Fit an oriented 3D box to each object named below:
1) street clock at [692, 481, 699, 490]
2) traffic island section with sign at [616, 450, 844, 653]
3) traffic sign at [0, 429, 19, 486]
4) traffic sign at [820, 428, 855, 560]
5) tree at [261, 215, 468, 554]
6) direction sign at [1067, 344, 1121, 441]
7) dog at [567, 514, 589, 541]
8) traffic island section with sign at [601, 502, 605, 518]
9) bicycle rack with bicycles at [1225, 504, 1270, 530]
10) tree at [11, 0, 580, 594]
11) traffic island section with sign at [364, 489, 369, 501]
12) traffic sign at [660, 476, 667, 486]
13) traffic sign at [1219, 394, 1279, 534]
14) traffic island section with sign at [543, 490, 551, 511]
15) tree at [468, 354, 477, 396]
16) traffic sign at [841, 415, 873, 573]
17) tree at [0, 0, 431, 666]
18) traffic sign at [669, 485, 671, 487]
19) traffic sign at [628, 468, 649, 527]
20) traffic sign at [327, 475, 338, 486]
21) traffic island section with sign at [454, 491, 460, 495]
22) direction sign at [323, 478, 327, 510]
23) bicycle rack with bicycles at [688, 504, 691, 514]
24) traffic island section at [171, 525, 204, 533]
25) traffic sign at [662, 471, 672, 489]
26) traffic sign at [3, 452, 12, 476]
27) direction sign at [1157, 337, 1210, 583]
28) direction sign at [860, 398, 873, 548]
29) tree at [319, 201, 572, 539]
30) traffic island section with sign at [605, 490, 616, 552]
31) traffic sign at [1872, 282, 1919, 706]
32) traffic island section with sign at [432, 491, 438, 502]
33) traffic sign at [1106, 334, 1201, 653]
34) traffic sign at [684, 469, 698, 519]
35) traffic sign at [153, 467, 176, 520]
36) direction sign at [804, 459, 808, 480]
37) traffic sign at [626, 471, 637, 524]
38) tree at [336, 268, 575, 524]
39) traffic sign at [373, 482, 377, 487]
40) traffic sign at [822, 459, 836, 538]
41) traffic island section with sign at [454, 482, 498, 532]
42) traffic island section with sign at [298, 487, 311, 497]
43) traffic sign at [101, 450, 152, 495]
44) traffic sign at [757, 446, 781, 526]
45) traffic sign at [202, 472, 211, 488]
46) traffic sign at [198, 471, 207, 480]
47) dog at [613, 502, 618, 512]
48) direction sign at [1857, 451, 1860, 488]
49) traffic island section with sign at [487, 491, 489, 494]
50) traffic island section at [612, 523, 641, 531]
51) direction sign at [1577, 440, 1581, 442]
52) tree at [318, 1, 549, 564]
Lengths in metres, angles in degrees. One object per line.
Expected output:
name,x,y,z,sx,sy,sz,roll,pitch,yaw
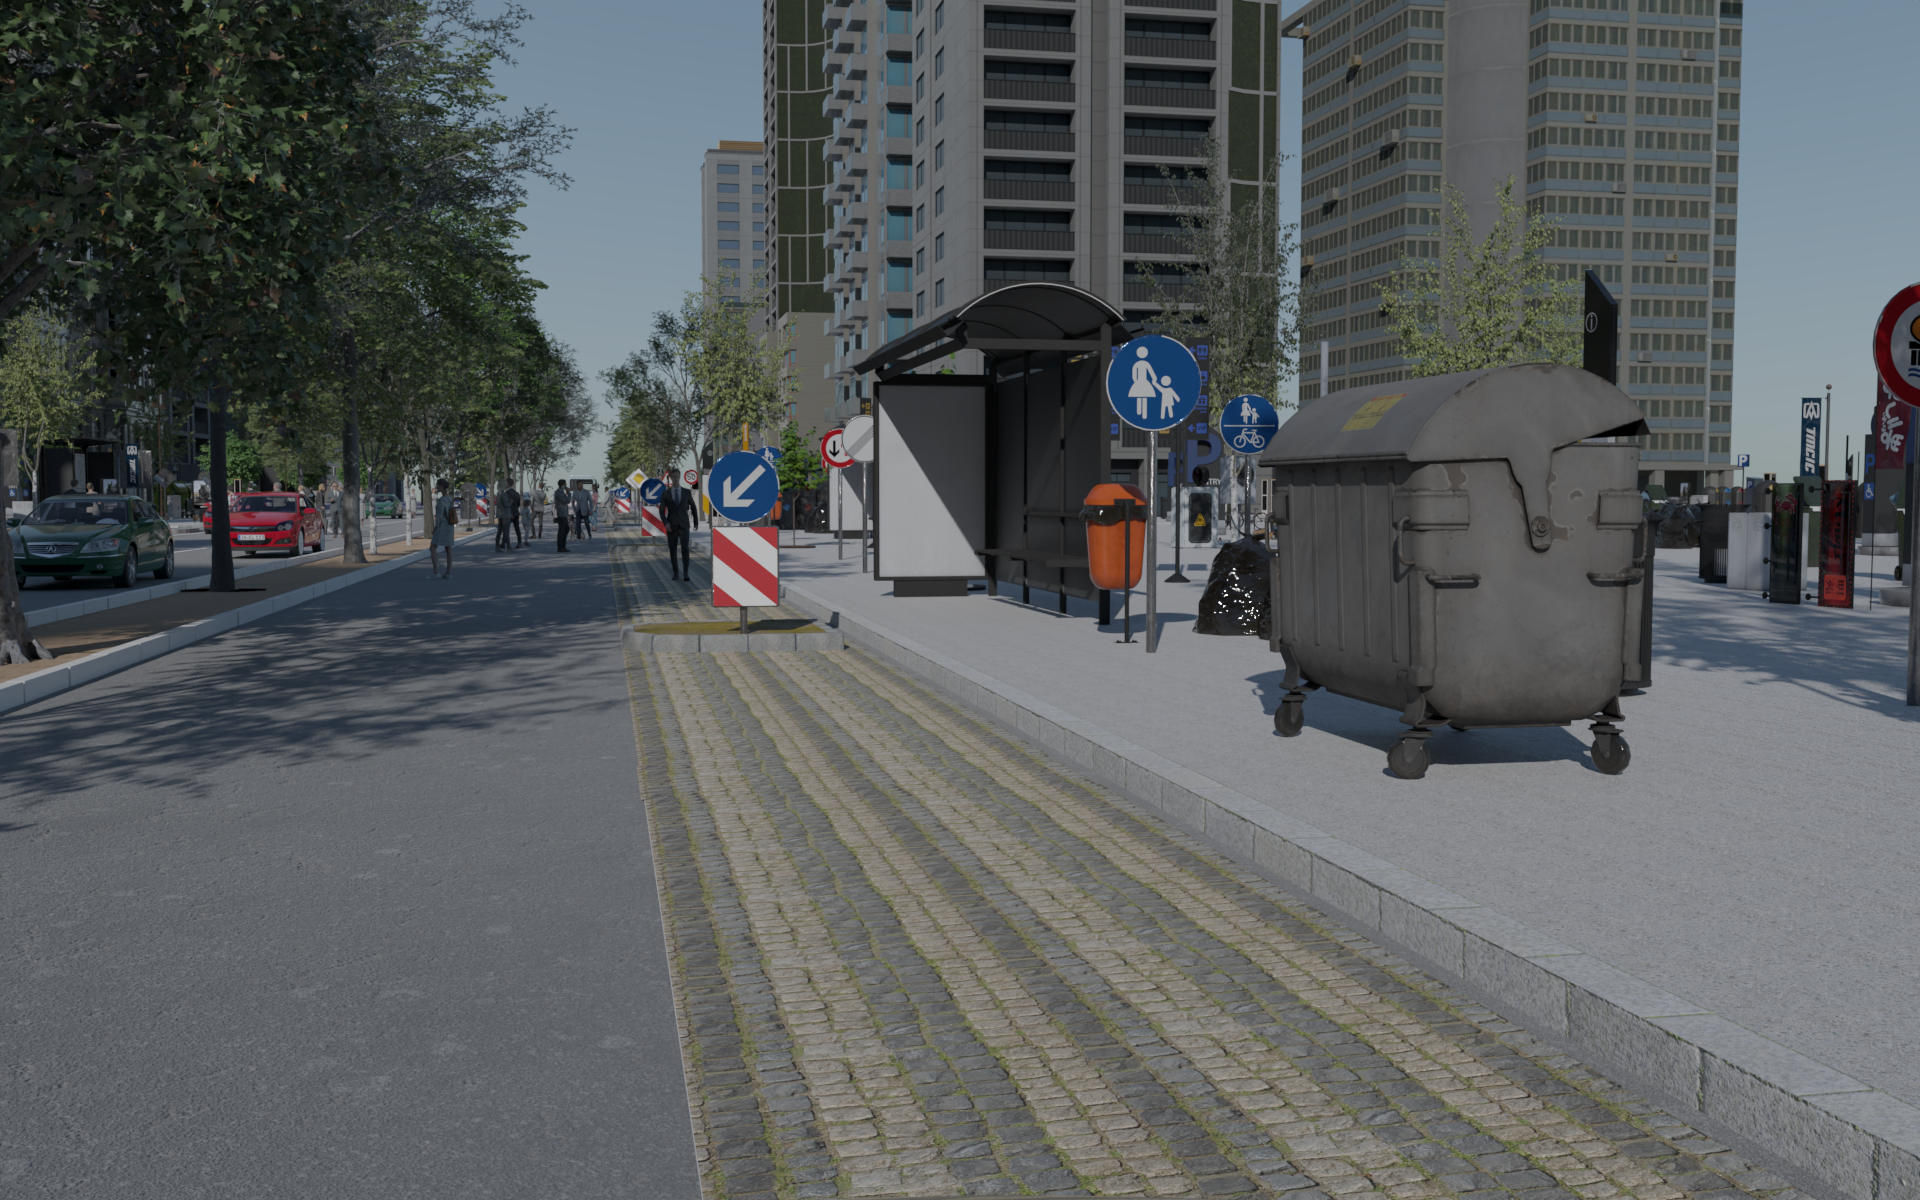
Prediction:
street clock,-13.921,-5.301,91.242,0.471,2.002,0.358,2,4,25
traffic island section with sign,-2.229,-0.483,16.532,1.989,1.847,2.006,-1,4,-12
traffic sign,-30.609,-3.682,54.077,2.265,3.308,0.079,0,4,-8
traffic sign,-2.332,-2.056,33.728,0.768,2.556,0.104,0,4,-6
tree,-13.900,-5.378,40.758,4.360,8.622,3.978,0,3,0
direction sign,1.900,-2.039,25.336,0.876,3.537,0.379,0,4,2
dog,-11.684,-2.228,53.260,0.800,0.831,0.513,0,4,0
traffic island section with sign,-18.888,-5.388,96.724,1.989,1.847,2.006,-1,4,-12
bicycle rack with bicycles,9.372,-3.015,62.681,2.925,0.926,2.852,3,5,39
tree,-10.849,-6.865,25.062,12.009,13.543,11.850,0,3,0
traffic island section with sign,-41.216,-6.860,120.782,1.989,1.847,2.006,-1,4,-12
traffic sign,-19.173,-6.773,110.737,0.884,2.594,0.081,0,4,-4
traffic sign,3.680,-1.348,22.144,0.768,2.556,0.104,0,4,-3
traffic island section with sign,-35.729,-8.517,147.383,2.006,1.907,1.989,-1,4,-12
tree,-15.261,-5.804,47.718,4.360,8.622,3.978,0,3,0
traffic sign,-1.540,-1.708,28.031,0.768,2.556,0.104,0,4,-6
tree,-8.277,-5.798,14.268,9.611,12.733,9.660,0,3,0
traffic sign,-20.834,-7.665,125.322,0.884,2.594,0.081,-1,4,-11
traffic sign,-12.524,-3.909,67.561,0.795,2.450,0.064,-1,4,-12
traffic sign,-42.877,-7.248,118.513,0.884,2.594,0.081,0,4,-3
traffic island section with sign,-56.899,-11.474,196.226,1.989,1.847,2.006,-1,4,-12
direction sign,-52.566,-9.244,143.136,0.379,3.537,0.876,-1,4,-22
bicycle rack with bicycles,-16.563,-6.056,112.389,2.852,0.926,2.925,-3,4,-36
traffic island section,-29.435,-2.560,64.143,2.009,0.180,2.903,-1,4,-12
traffic sign,-16.448,-5.956,97.378,0.884,2.594,0.081,0,4,-5
traffic sign,-28.745,-3.162,51.808,0.768,2.556,0.104,0,4,-4
direction sign,3.158,-2.022,25.062,0.876,3.537,0.379,0,4,3
direction sign,-2.039,-2.997,41.002,0.379,3.537,0.876,3,5,42
tree,-16.976,-7.739,54.741,9.928,11.665,9.643,0,3,0
traffic island section with sign,-7.757,-2.111,43.142,1.989,1.847,2.006,-1,4,-12
traffic sign,5.786,-0.631,10.429,0.768,2.556,0.104,-1,4,-10
traffic island section with sign,-51.287,-9.823,169.226,1.989,1.847,2.006,-1,4,-12
traffic sign,1.546,-0.846,13.938,0.768,2.556,0.104,0,4,-3
traffic sign,-13.855,-5.458,89.339,0.768,2.556,0.104,-1,4,-9
traffic sign,-29.413,-3.697,64.086,0.795,2.450,0.064,-1,4,-12
direction sign,-9.866,-7.118,108.370,0.876,3.537,0.379,-3,5,-41
traffic sign,-14.149,-4.388,75.380,0.795,2.450,0.064,-1,4,-12
tree,-18.825,-7.743,63.470,8.767,10.594,7.601,-1,4,-12
traffic sign,-48.174,-8.675,141.945,0.768,2.556,0.104,-1,4,-8
traffic sign,-3.622,-3.060,50.137,0.768,2.556,0.104,-1,4,-10
traffic island section with sign,-18.935,-3.573,66.557,2.006,1.907,1.989,-1,4,-12
traffic island section with sign,-35.745,-5.245,94.386,1.989,1.847,2.006,-1,4,-12
traffic sign,-38.654,-5.290,80.360,2.265,3.308,0.079,0,4,-3
traffic sign,-5.073,-2.809,46.040,0.768,2.556,0.104,0,4,-5
traffic sign,-31.038,-4.175,71.905,0.795,2.450,0.064,-1,4,-12
traffic sign,-41.979,-5.886,96.341,0.768,2.556,0.104,-1,4,-9
dog,-27.913,-7.565,140.523,0.513,0.831,0.800,-2,4,-23
direction sign,47.763,-6.124,92.131,0.379,3.537,0.876,2,4,25
traffic island section with sign,-67.822,-14.692,248.844,1.989,1.847,2.006,-1,4,-12
traffic island section,-14.127,-3.253,75.462,2.009,0.180,2.903,-1,4,-12
direction sign,18.872,-3.689,52.308,0.876,3.537,0.379,-3,4,-36
tree,-12.272,-6.988,34.835,7.486,12.596,7.792,0,3,0
